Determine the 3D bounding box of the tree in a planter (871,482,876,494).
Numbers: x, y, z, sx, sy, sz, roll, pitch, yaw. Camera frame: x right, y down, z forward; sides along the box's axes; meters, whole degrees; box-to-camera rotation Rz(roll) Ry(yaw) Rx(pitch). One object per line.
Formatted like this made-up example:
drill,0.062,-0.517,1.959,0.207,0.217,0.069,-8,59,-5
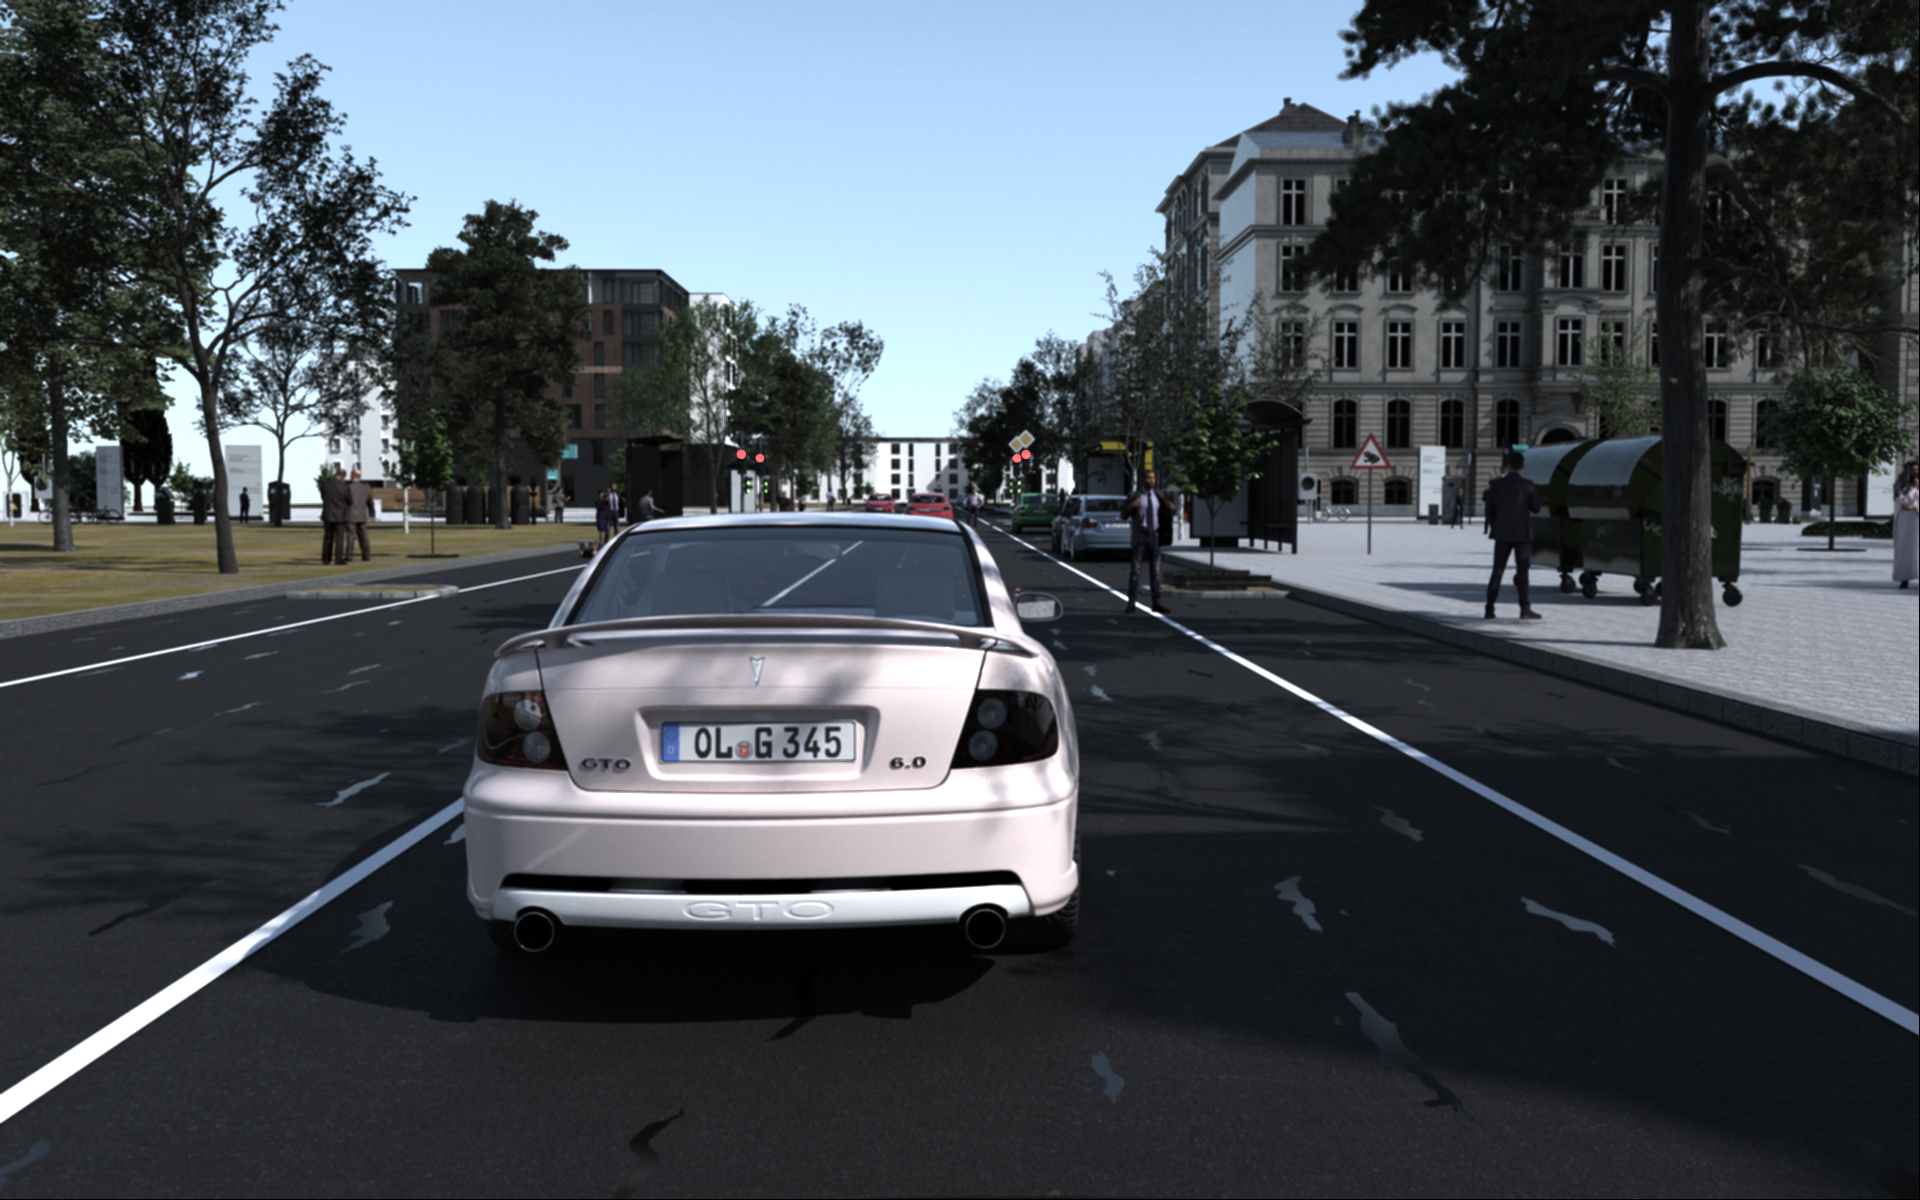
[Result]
tree in a planter,-11.222,-13.166,212.486,1.991,3.239,1.994,0,4,-1

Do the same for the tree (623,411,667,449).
tree,-26.415,-12.055,147.453,4.737,8.622,4.395,0,3,0

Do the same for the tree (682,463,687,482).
tree,-20.237,-8.168,117.258,4.285,4.588,4.351,0,3,0

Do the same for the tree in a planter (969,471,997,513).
tree in a planter,1.922,-8.384,134.298,1.991,3.239,1.994,0,4,-1

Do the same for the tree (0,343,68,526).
tree,-37.653,-7.235,68.649,4.737,8.622,4.395,0,3,0

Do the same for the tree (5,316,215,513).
tree,-61.669,-13.817,127.733,13.155,14.587,18.604,1,4,16

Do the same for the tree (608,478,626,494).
tree,-30.033,-9.653,152.431,1.663,3.219,1.824,0,3,0

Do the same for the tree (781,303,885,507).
tree,-14.263,-19.387,172.864,12.611,20.169,13.585,0,3,0

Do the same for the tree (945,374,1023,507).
tree,3.511,-16.323,177.246,12.009,13.543,11.850,0,3,0

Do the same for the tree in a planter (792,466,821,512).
tree in a planter,-9.576,-6.724,107.164,1.991,3.239,1.994,0,4,-1

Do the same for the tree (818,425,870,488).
tree,-15.025,-17.400,218.902,7.601,10.594,8.767,-2,4,-25

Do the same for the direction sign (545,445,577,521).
direction sign,-19.577,-5.747,82.728,1.411,3.948,2.525,2,4,31

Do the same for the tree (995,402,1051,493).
tree,5.282,-10.911,128.764,4.360,8.622,3.978,0,3,0

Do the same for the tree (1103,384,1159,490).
tree,11.395,-9.941,112.899,4.737,8.622,4.395,0,3,0

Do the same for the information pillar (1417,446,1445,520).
information pillar,23.016,-5.706,84.607,1.656,3.620,0.184,-2,4,-28

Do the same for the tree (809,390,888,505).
tree,-13.490,-17.898,202.995,12.009,13.543,11.850,0,3,0

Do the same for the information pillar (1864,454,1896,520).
information pillar,44.894,-5.700,84.504,1.656,3.620,0.184,-1,4,-15

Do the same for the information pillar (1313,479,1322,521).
information pillar,17.199,-4.826,83.401,0.304,2.012,0.304,-1,4,-22

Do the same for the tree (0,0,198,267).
tree,-31.384,-12.160,54.705,12.611,20.169,13.585,0,3,0

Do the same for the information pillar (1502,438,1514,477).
information pillar,22.727,-4.929,71.944,0.504,3.616,0.183,-1,4,-13

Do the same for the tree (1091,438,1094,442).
tree,11.880,-10.781,126.624,4.737,8.622,4.395,0,3,0

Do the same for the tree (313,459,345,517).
tree,-35.150,-6.206,96.067,1.663,3.219,1.824,0,3,0

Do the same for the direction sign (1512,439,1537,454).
direction sign,27.205,-5.818,83.886,1.411,3.948,2.525,-2,4,-32

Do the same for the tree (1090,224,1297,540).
tree,6.424,-5.998,48.436,4.360,8.622,3.978,0,3,0

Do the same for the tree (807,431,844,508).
tree,-13.145,-12.993,162.805,4.360,8.622,3.978,0,3,0

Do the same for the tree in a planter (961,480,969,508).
tree in a planter,1.136,-11.455,184.505,1.991,3.239,1.994,0,4,-1

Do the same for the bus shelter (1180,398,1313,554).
bus shelter,6.391,-2.778,39.351,2.014,3.302,5.546,0,4,-1

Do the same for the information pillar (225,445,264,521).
information pillar,-34.121,-5.580,82.541,1.656,3.620,0.184,-2,4,-24

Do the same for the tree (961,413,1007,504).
tree,3.364,-18.833,229.980,6.751,12.117,7.091,0,3,0

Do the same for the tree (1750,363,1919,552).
tree,19.753,-3.398,39.273,4.285,4.588,4.351,0,3,0

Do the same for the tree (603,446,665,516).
tree,-19.631,-7.341,103.742,4.285,4.588,4.351,0,3,0

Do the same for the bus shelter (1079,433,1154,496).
bus shelter,5.378,-4.059,60.289,2.014,3.302,5.546,0,4,-1

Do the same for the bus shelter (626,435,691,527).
bus shelter,-12.388,-4.903,71.443,1.731,3.624,6.357,0,4,-1

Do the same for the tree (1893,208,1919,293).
tree,16.088,-4.649,26.378,4.737,8.622,4.395,0,3,0

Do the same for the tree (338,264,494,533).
tree,-17.884,-6.487,56.430,4.360,8.622,3.978,0,3,0

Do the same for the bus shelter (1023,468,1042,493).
bus shelter,6.254,-9.859,152.483,1.731,3.624,6.357,0,4,-1

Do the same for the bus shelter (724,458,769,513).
bus shelter,-12.180,-6.435,99.143,2.014,3.302,5.546,0,4,-1

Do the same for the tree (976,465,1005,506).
tree,3.434,-12.897,194.586,4.285,4.588,4.351,0,3,0

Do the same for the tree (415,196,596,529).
tree,-16.715,-8.605,62.751,6.751,12.117,7.091,0,3,0

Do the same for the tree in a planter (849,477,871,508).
tree in a planter,-10.780,-11.477,184.863,1.991,3.239,1.994,0,4,-1

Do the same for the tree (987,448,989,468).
tree,4.157,-15.286,200.293,4.360,8.622,3.978,0,3,0

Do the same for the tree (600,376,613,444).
tree,-23.115,-12.417,128.768,9.928,11.665,9.643,0,3,0

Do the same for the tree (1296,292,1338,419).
tree,11.115,-6.765,60.977,4.360,8.622,3.978,0,3,0

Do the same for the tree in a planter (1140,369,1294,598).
tree in a planter,3.628,-1.688,24.822,1.991,3.239,1.994,0,4,-1

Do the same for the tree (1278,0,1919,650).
tree,6.030,-5.638,14.242,6.751,12.117,7.091,0,3,0

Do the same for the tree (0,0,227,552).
tree,-19.979,-7.328,37.940,7.486,12.596,7.792,0,3,0

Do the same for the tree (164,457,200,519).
tree,-40.539,-5.834,89.985,1.663,3.219,1.824,0,3,0

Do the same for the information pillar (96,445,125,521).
information pillar,-41.245,-5.671,84.036,1.656,3.620,0.184,2,4,24

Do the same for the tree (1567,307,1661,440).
tree,26.360,-7.244,68.800,4.737,8.622,4.395,0,3,0

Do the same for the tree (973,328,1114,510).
tree,5.244,-10.020,98.242,8.767,10.594,7.601,3,5,41

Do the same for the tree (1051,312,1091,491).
tree,5.529,-6.373,54.561,4.360,8.622,3.978,0,3,0
